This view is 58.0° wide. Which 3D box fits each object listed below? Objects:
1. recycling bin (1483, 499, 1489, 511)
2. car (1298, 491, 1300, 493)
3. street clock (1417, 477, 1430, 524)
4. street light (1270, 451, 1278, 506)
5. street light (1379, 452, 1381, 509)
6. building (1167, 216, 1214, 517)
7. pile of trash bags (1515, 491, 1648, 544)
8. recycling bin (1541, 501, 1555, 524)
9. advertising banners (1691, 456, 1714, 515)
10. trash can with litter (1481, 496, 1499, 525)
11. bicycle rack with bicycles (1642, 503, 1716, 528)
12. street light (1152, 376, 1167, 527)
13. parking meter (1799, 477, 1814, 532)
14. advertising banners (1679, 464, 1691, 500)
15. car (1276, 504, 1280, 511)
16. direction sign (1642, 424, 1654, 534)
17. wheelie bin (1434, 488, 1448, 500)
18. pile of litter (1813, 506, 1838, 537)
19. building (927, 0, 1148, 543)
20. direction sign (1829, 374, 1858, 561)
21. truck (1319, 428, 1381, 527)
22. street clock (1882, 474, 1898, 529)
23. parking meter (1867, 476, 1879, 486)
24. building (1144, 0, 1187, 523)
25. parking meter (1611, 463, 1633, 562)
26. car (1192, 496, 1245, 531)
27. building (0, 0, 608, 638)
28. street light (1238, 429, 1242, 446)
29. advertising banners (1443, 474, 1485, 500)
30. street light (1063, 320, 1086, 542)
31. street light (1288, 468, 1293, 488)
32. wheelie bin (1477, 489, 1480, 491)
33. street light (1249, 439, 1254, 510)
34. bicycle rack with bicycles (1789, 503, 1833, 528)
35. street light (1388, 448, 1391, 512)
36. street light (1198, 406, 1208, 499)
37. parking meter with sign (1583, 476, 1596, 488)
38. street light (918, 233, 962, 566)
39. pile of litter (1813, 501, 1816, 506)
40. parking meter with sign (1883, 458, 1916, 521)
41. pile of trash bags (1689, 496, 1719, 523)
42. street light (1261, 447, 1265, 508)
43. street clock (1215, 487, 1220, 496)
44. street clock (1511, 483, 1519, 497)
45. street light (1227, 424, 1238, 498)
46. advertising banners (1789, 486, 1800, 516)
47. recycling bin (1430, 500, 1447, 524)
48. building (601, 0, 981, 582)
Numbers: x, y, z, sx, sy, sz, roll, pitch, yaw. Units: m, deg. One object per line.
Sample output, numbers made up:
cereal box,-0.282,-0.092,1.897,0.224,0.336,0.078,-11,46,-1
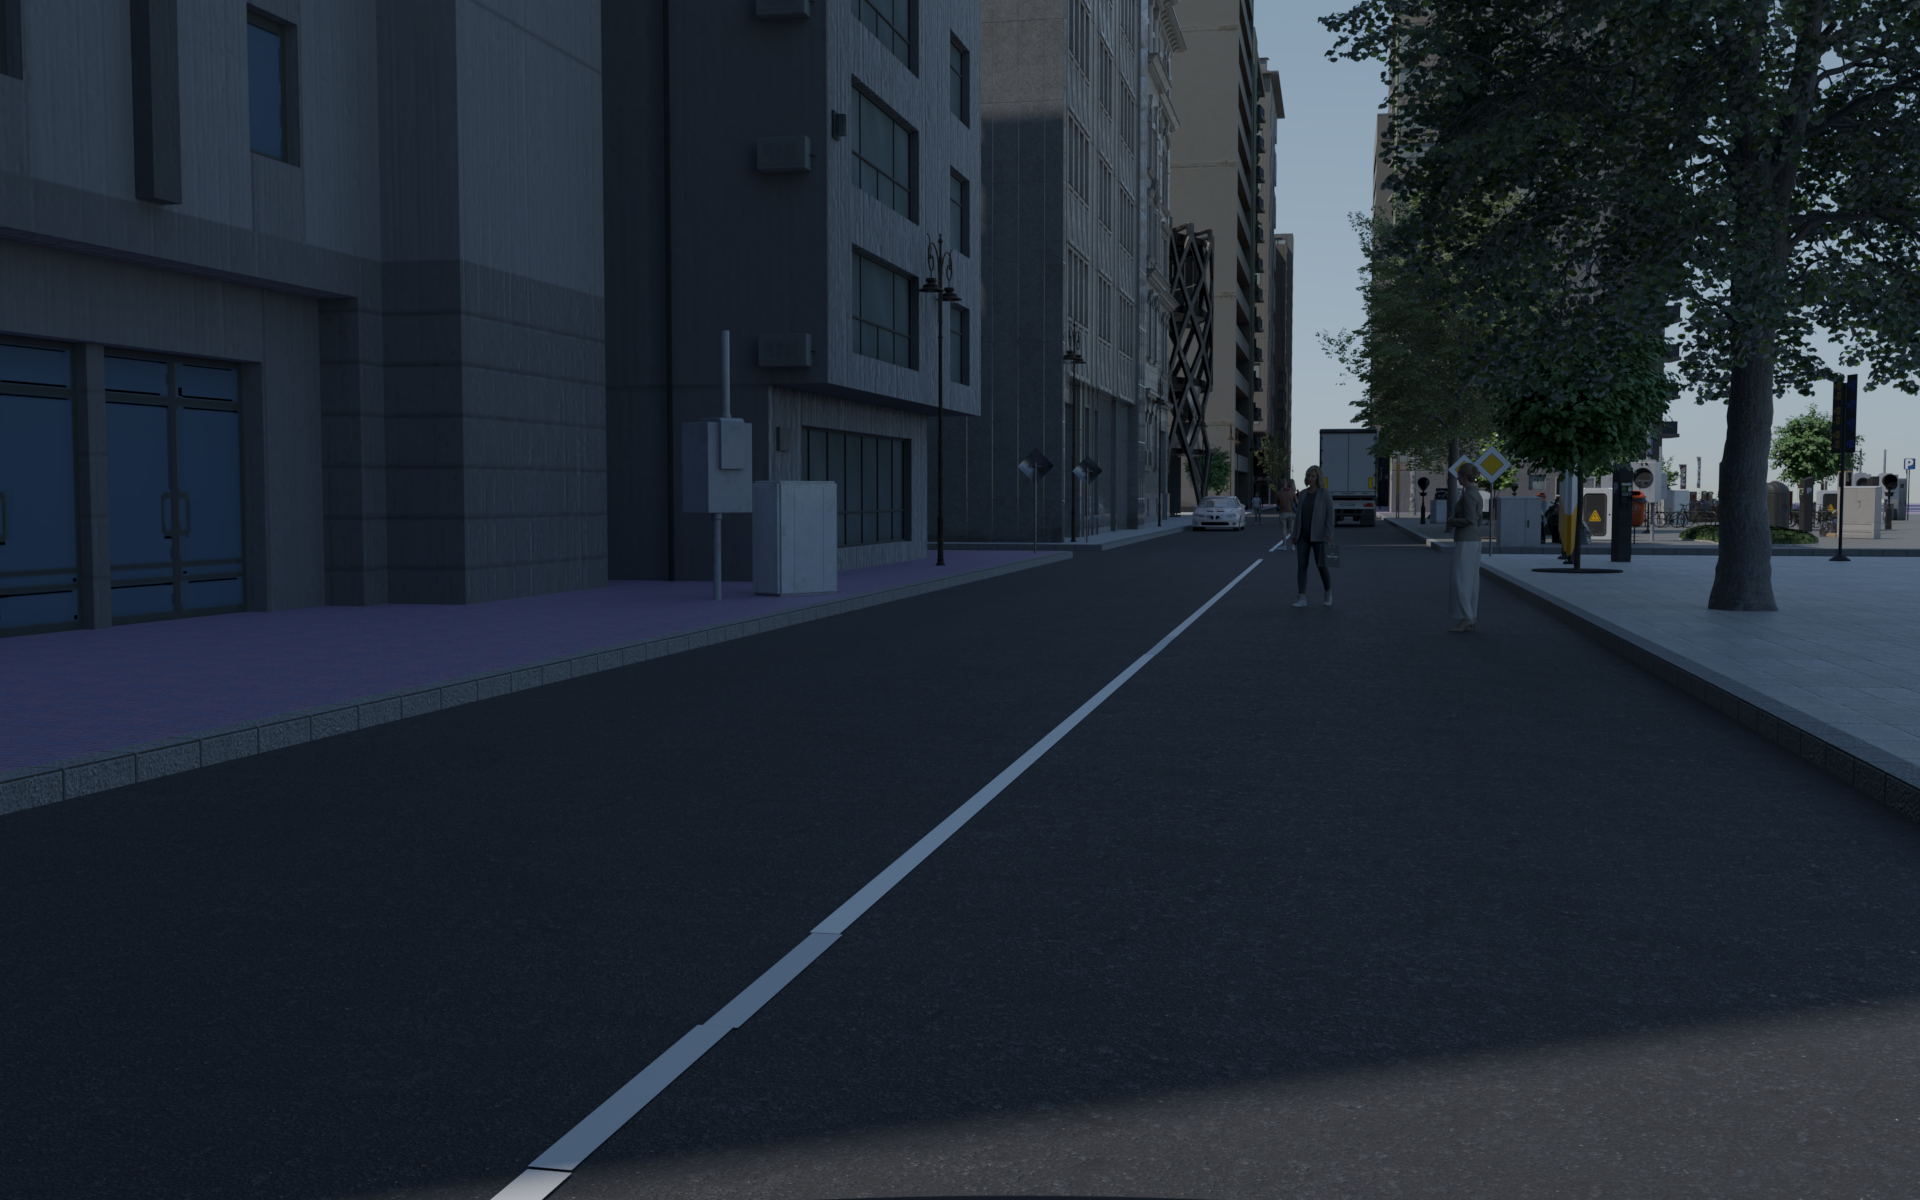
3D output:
recycling bin,27.086,-4.661,88.757,0.722,1.027,0.722,0,4,3
car,40.305,-11.852,202.447,2.281,1.827,5.304,1,4,11
street clock,19.640,-4.212,73.431,0.471,2.002,0.358,0,4,4
street light,33.779,-13.124,187.364,0.468,5.910,1.993,1,4,12
street light,35.277,-10.552,145.313,0.468,5.910,1.993,1,4,12
building,5.648,-14.058,97.294,16.820,18.784,16.811,1,4,12
pile of trash bags,15.961,-2.147,44.859,3.447,1.369,1.912,2,4,24
recycling bin,21.091,-3.068,62.722,0.722,1.027,0.722,-3,5,-44
advertising banners,34.980,-5.210,81.372,0.090,3.025,2.074,3,5,45
trash can with litter,21.777,-3.716,71.822,2.233,1.210,1.678,1,4,12
bicycle rack with bicycles,27.488,-3.217,65.981,2.852,0.926,2.925,-2,4,-27
street light,7.879,-5.840,68.275,0.468,5.910,1.993,1,4,12
parking meter,28.552,-3.226,58.450,0.399,1.863,0.255,-1,4,-9
advertising banners,42.914,-6.428,101.283,2.074,3.025,0.090,-1,4,-12
car,28.037,-8.492,148.436,1.945,1.707,3.694,1,4,14
direction sign,22.312,-3.919,56.079,0.379,3.537,0.876,1,4,8
wheelie bin,24.950,-4.998,89.627,0.980,1.594,0.693,2,4,34
pile of litter,26.649,-2.331,52.085,1.719,0.858,1.176,0,4,4
building,-1.074,-14.535,55.666,12.078,24.808,19.932,1,4,12
direction sign,16.854,-2.512,33.072,0.379,3.537,0.876,0,4,1
truck,17.881,-5.536,79.431,2.839,4.237,11.283,1,4,13
street clock,33.771,-3.571,62.954,0.471,2.002,0.358,1,4,12
parking meter,29.868,-3.118,56.698,0.255,1.863,0.399,0,4,5
building,2.147,-17.722,77.140,14.401,28.519,23.554,1,4,12
parking meter,12.493,-1.650,32.683,0.255,1.863,0.399,0,4,-3
car,10.290,-3.445,68.693,2.083,1.381,4.827,1,4,13
building,-18.098,-28.670,10.755,21.231,58.520,28.212,1,4,12
street light,19.296,-9.033,120.479,0.468,5.910,1.993,1,4,12
advertising banners,22.182,-4.872,75.848,2.074,3.025,0.090,0,4,-2
street light,3.031,-4.484,46.108,0.468,5.910,1.993,1,4,12
street light,51.745,-18.146,269.469,0.468,5.910,1.993,1,4,12
wheelie bin,33.972,-6.521,114.521,0.980,1.594,0.693,0,4,6
street light,24.041,-10.399,142.803,0.468,5.910,1.993,1,4,12
bicycle rack with bicycles,35.135,-3.601,72.263,2.852,0.926,2.925,1,4,22
street light,30.568,-9.198,123.176,0.468,5.910,1.993,1,4,12
street light,12.698,-7.205,90.584,0.468,5.910,1.993,1,4,12
parking meter with sign,27.187,-4.825,75.153,1.738,3.016,0.543,2,4,31
street light,-0.349,-3.555,30.913,0.468,5.910,1.993,1,4,12
pile of litter,53.336,-5.718,107.450,1.719,0.858,1.176,-2,4,-27
parking meter with sign,45.535,-5.369,84.048,1.738,3.016,0.543,-2,4,-29
pile of trash bags,37.960,-4.705,86.672,3.447,1.369,1.912,2,4,23
street light,28.907,-11.772,165.262,0.468,5.910,1.993,1,4,12
street clock,16.563,-6.534,111.402,0.358,2.002,0.471,1,4,13
street clock,36.516,-6.700,114.111,0.471,2.002,0.358,0,4,0
street light,17.610,-8.556,112.677,0.468,5.910,1.993,1,4,12
advertising banners,40.496,-5.416,84.732,0.090,3.025,2.074,-2,4,-32
recycling bin,20.929,-3.843,75.385,0.722,1.027,0.722,0,4,-6
building,-7.167,-15.939,32.300,14.107,30.474,14.160,1,4,12
